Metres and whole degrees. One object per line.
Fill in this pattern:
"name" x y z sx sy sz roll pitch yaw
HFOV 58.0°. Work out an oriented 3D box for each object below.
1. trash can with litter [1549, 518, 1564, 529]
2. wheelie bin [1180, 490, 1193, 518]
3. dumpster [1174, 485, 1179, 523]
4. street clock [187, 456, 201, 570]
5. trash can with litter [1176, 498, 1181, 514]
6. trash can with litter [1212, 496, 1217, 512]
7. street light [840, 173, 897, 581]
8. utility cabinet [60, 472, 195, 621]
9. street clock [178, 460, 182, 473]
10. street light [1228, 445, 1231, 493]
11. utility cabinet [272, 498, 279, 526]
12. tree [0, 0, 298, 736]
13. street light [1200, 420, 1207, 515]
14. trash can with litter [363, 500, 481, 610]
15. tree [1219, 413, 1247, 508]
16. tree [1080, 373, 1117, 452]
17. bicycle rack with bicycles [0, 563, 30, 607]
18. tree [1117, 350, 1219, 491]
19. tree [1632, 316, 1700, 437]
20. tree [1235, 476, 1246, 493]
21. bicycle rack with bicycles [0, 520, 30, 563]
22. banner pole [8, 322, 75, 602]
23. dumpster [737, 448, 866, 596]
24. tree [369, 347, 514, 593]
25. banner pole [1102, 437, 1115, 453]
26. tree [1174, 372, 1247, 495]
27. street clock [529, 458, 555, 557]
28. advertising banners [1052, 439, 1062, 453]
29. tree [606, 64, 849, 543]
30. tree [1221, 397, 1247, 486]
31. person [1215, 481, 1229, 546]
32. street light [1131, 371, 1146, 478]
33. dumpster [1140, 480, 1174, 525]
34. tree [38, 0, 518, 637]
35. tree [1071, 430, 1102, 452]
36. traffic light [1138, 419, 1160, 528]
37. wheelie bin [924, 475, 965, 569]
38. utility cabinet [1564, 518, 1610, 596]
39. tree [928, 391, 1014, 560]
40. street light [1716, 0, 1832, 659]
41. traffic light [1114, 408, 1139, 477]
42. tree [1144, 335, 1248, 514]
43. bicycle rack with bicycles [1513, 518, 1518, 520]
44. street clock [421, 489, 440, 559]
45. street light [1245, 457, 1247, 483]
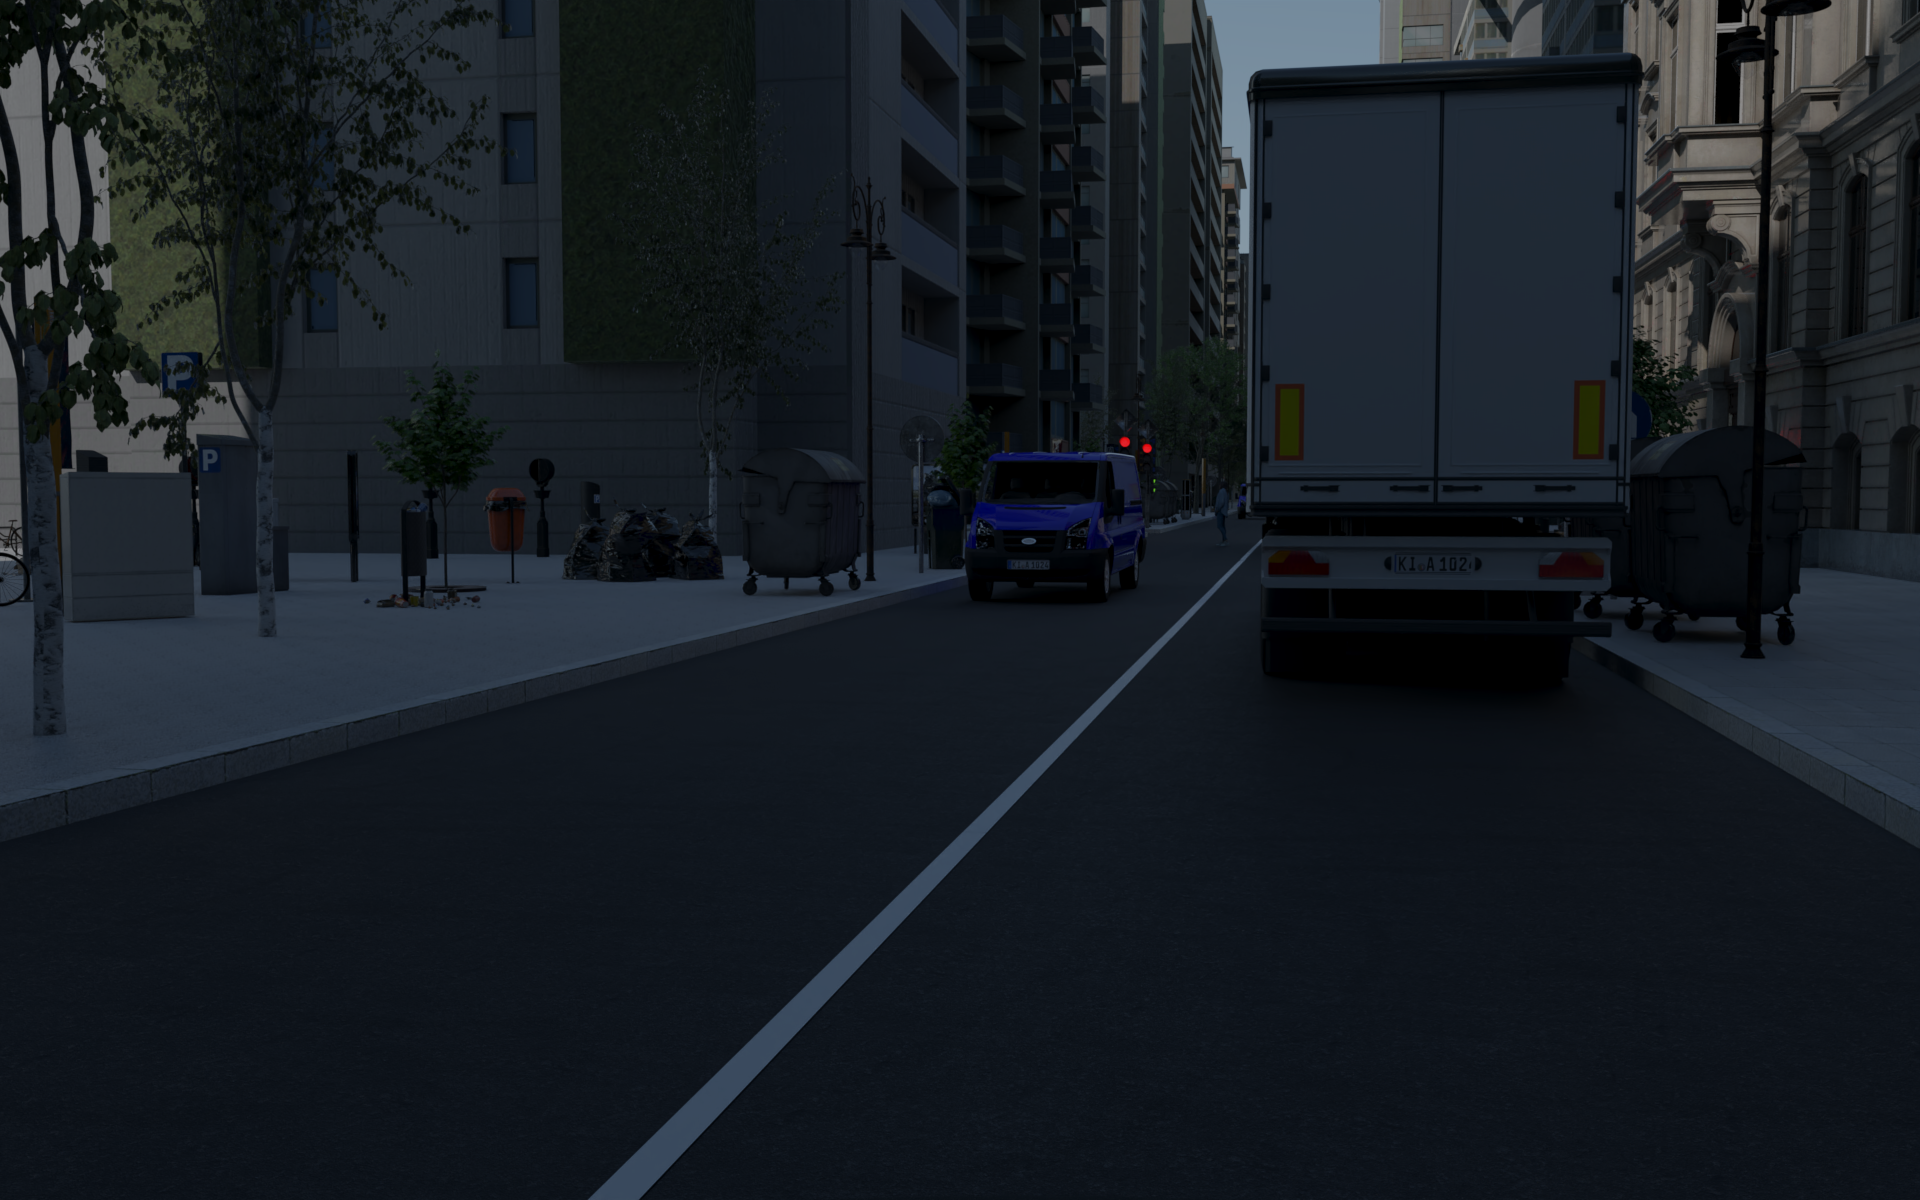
"trash can with litter" 22.053 -3.157 63.012 0.624 1.170 1.055 3 5 43
"wheelie bin" 12.130 -5.191 92.781 0.693 1.594 0.980 0 4 2
"dumpster" 9.034 -4.364 77.108 1.264 1.857 1.865 1 4 11
"street clock" -12.693 -1.504 29.160 0.358 2.002 0.471 1 4 13
"trash can with litter" 13.854 -6.018 109.781 1.055 1.170 0.624 -1 4 -16
"trash can with litter" 18.040 -6.766 122.009 0.624 1.170 1.055 2 4 29
"street light" -1.324 -3.216 25.376 0.468 5.910 1.993 1 4 11
"utility cabinet" -8.496 -0.551 17.686 1.173 1.500 0.318 -3 5 -43
"street clock" -14.605 -1.741 33.034 0.471 2.002 0.358 -3 5 -40
"street light" 21.742 -10.240 140.219 0.468 5.910 1.993 1 4 11
"utility cabinet" -10.438 -0.891 25.722 0.306 1.237 1.020 -3 5 -41
"tree" -4.983 -3.574 8.797 4.737 8.622 4.395 0 3 0
"street light" 14.922 -8.179 106.512 0.468 5.910 1.993 1 4 11
"trash can with litter" -6.143 -0.565 20.302 1.678 1.210 2.233 0 4 5
"tree" 20.173 -11.212 133.683 4.360 8.622 3.978 0 3 0
"tree" 7.620 -9.374 103.631 4.360 8.622 3.978 0 3 0
"bicycle rack with bicycles" -11.687 -0.303 18.337 2.925 0.926 2.852 -1 4 -19
"tree" 10.786 -8.522 89.696 4.360 8.622 3.978 0 3 0
"tree" 10.515 -2.773 29.050 4.285 4.588 4.351 0 3 0
"tree" 30.365 -11.731 186.409 1.663 3.219 1.824 0 3 0
"bicycle rack with bicycles" -18.747 -1.324 35.029 2.852 0.926 2.925 1 4 13
"banner pole" -11.035 -1.882 20.793 0.401 3.779 0.863 2 4 30
"dumpster" -2.040 -1.020 22.435 1.264 1.857 1.865 1 4 11
"tree" -6.877 -1.736 22.984 1.663 3.219 1.824 0 3 0
"banner pole" 6.486 -5.266 76.123 0.401 3.779 0.863 -3 5 -43
"tree" 18.982 -11.651 124.899 7.601 10.594 8.767 0 4 -2
"street clock" -8.476 -1.870 35.147 0.471 2.002 0.358 1 4 18
"advertising banners" 2.654 -3.637 55.645 0.090 3.025 2.074 -2 4 -34
"tree" -4.207 -4.924 30.872 4.360 8.622 3.978 0 3 0
"tree" 36.212 -18.762 213.410 9.857 13.997 8.962 0 3 0
"person" 7.261 -2.388 47.805 0.793 1.790 0.793 -1 4 -11
"street light" 6.709 -5.650 65.170 0.468 5.910 1.993 1 4 11
"dumpster" 8.202 -4.114 73.015 1.264 1.857 1.865 1 4 11
"tree" -6.216 -3.989 15.590 4.360 8.622 3.978 0 3 0
"tree" 4.042 -3.523 52.200 1.663 3.219 1.824 0 3 0
"traffic light" 7.029 -4.634 64.693 0.839 4.253 0.868 1 4 11
"wheelie bin" -0.260 -1.330 29.661 0.693 1.594 0.980 -1 4 -10
"utility cabinet" 8.173 -0.655 21.874 1.020 1.237 0.306 1 4 15
"tree" 0.240 -2.319 32.520 1.663 3.219 1.824 0 3 0
"street light" 6.205 -2.483 13.377 0.468 5.910 1.993 1 4 11
"traffic light" 5.458 -4.156 56.864 0.839 4.253 0.868 1 4 11
"tree" 15.523 -11.414 112.369 9.928 11.665 9.643 0 3 0
"bicycle rack with bicycles" 29.938 -5.179 98.060 2.852 0.926 2.925 1 4 15
"street clock" -10.486 -1.820 34.324 0.358 2.002 0.471 2 4 35
"street light" 30.038 -12.774 181.640 0.468 5.910 1.993 1 4 11
